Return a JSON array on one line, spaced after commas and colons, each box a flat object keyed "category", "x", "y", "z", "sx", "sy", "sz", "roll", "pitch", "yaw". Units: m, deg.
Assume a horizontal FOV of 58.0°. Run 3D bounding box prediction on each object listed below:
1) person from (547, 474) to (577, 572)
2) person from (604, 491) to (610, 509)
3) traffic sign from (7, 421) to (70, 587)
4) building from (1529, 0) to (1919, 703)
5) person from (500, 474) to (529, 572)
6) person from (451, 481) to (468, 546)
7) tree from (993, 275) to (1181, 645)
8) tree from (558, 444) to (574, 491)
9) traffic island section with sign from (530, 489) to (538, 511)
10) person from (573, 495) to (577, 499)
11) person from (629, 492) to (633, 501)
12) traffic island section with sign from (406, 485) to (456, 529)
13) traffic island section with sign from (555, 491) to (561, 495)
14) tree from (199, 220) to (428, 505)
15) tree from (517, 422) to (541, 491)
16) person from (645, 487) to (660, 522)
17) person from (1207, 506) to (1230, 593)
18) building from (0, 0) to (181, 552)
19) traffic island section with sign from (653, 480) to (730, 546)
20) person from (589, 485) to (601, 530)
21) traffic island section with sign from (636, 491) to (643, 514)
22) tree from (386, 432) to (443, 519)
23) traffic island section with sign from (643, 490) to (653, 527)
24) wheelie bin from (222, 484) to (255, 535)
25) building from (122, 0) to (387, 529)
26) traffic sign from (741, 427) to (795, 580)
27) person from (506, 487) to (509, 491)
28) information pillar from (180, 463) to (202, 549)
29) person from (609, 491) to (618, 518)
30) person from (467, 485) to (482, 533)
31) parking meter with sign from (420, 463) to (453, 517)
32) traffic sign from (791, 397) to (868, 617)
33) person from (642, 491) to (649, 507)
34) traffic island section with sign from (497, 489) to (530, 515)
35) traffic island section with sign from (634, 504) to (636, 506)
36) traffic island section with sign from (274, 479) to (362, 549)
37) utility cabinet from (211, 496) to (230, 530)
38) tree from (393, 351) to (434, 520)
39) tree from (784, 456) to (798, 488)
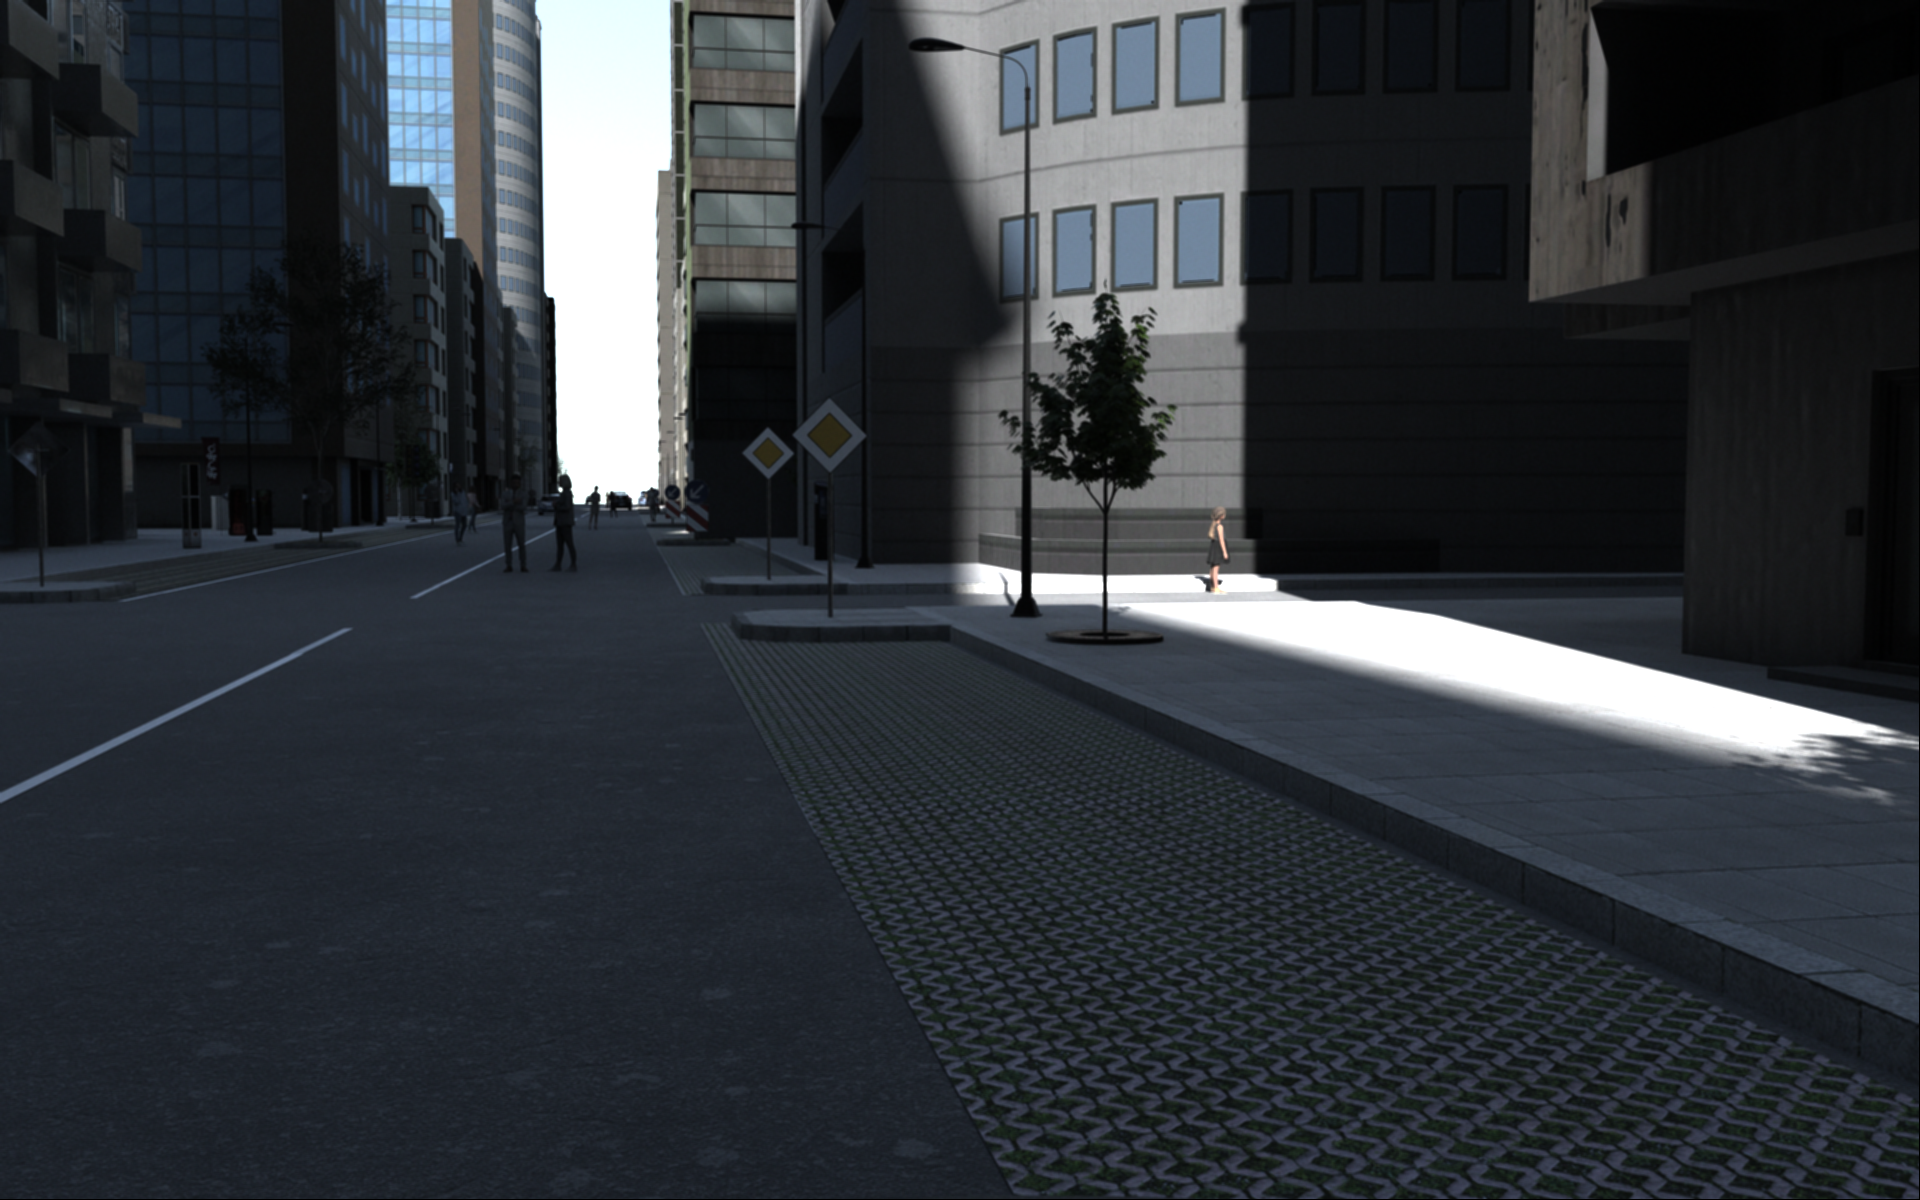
[{"category": "person", "x": -7.359, "y": -1.428, "z": 32.030, "sx": 0.526, "sy": 1.800, "sz": 0.537, "roll": -1, "pitch": 4, "yaw": -21}, {"category": "person", "x": -34.426, "y": -9.802, "z": 169.482, "sx": 1.217, "sy": 1.735, "sz": 0.721, "roll": 3, "pitch": 4, "yaw": 37}, {"category": "traffic sign", "x": -12.725, "y": -1.242, "z": 23.954, "sx": 0.795, "sy": 2.450, "sz": 0.064, "roll": -1, "pitch": 4, "yaw": -11}, {"category": "building", "x": 11.583, "y": -14.643, "z": 11.113, "sx": 14.160, "sy": 30.474, "sz": 14.107, "roll": -1, "pitch": 4, "yaw": -11}, {"category": "person", "x": -8.191, "y": -1.416, "z": 31.834, "sx": 0.511, "sy": 1.800, "sz": 0.466, "roll": -1, "pitch": 4, "yaw": -22}, {"category": "person", "x": -13.879, "y": -2.401, "z": 48.017, "sx": 0.793, "sy": 1.790, "sz": 0.793, "roll": -1, "pitch": 4, "yaw": -10}, {"category": "tree", "x": 1.366, "y": -1.262, "z": 15.239, "sx": 1.663, "sy": 3.219, "sz": 1.824, "roll": 0, "pitch": 3, "yaw": 0}, {"category": "tree", "x": -58.989, "y": -18.610, "z": 254.636, "sx": 4.360, "sy": 8.622, "sz": 3.978, "roll": 0, "pitch": 3, "yaw": 0}, {"category": "traffic island section with sign", "x": -36.667, "y": -8.571, "z": 148.764, "sx": 1.989, "sy": 1.847, "sz": 2.006, "roll": -1, "pitch": 4, "yaw": -11}, {"category": "person", "x": -33.543, "y": -8.548, "z": 149.084, "sx": 1.217, "sy": 1.723, "sz": 0.721, "roll": -2, "pitch": 4, "yaw": -24}, {"category": "person", "x": -45.577, "y": -14.067, "z": 239.433, "sx": 0.756, "sy": 1.711, "sz": 0.436, "roll": 1, "pitch": 4, "yaw": 17}, {"category": "traffic island section with sign", "x": -22.023, "y": -3.898, "z": 72.358, "sx": 1.989, "sy": 1.847, "sz": 2.006, "roll": -1, "pitch": 4, "yaw": -11}, {"category": "traffic island section with sign", "x": -47.130, "y": -11.910, "z": 203.352, "sx": 1.989, "sy": 1.847, "sz": 2.006, "roll": -1, "pitch": 4, "yaw": -11}, {"category": "tree", "x": -22.428, "y": -7.683, "z": 60.028, "sx": 8.767, "sy": 10.594, "sz": 7.601, "roll": 0, "pitch": 4, "yaw": 6}, {"category": "tree", "x": -43.723, "y": -13.527, "z": 171.527, "sx": 4.360, "sy": 8.622, "sz": 3.978, "roll": 0, "pitch": 3, "yaw": 0}, {"category": "person", "x": -15.757, "y": -4.905, "z": 88.817, "sx": 0.709, "sy": 1.813, "sz": 0.853, "roll": -1, "pitch": 4, "yaw": -20}, {"category": "person", "x": 3.749, "y": -0.727, "z": 25.059, "sx": 0.373, "sy": 1.253, "sz": 0.362, "roll": 0, "pitch": 4, "yaw": -7}, {"category": "building", "x": -30.776, "y": -25.359, "z": 34.236, "sx": 23.786, "sy": 49.044, "sz": 30.456, "roll": -1, "pitch": 4, "yaw": -11}, {"category": "traffic island section with sign", "x": -7.464, "y": -2.425, "z": 48.281, "sx": 1.989, "sy": 1.847, "sz": 2.006, "roll": -1, "pitch": 4, "yaw": -11}, {"category": "person", "x": -14.694, "y": -3.724, "z": 69.729, "sx": 0.599, "sy": 1.781, "sz": 0.374, "roll": -2, "pitch": 4, "yaw": -34}, {"category": "traffic island section with sign", "x": -21.995, "y": -7.062, "z": 124.097, "sx": 1.989, "sy": 1.847, "sz": 2.006, "roll": -1, "pitch": 4, "yaw": -11}, {"category": "tree", "x": -28.355, "y": -6.445, "z": 89.085, "sx": 4.285, "sy": 4.588, "sz": 4.351, "roll": 0, "pitch": 3, "yaw": 0}, {"category": "traffic island section with sign", "x": -12.531, "y": -4.045, "z": 74.758, "sx": 1.989, "sy": 1.847, "sz": 2.006, "roll": -1, "pitch": 4, "yaw": -11}, {"category": "wheelie bin", "x": -22.557, "y": -2.832, "z": 54.212, "sx": 0.980, "sy": 1.594, "sz": 0.693, "roll": -1, "pitch": 4, "yaw": -13}, {"category": "building", "x": -31.128, "y": -25.634, "z": 69.226, "sx": 14.600, "sy": 45.320, "sz": 14.200, "roll": -1, "pitch": 4, "yaw": -11}, {"category": "traffic sign", "x": -2.855, "y": -1.356, "z": 25.817, "sx": 0.795, "sy": 2.450, "sz": 0.064, "roll": -1, "pitch": 4, "yaw": -11}, {"category": "person", "x": -24.785, "y": -5.301, "z": 95.188, "sx": 0.660, "sy": 1.820, "sz": 0.620, "roll": -1, "pitch": 4, "yaw": -13}, {"category": "information pillar", "x": -18.138, "y": -2.224, "z": 40.852, "sx": 0.304, "sy": 2.012, "sz": 0.304, "roll": 2, "pitch": 4, "yaw": 32}, {"category": "person", "x": -21.152, "y": -5.850, "z": 105.614, "sx": 0.415, "sy": 1.643, "sz": 0.593, "roll": 3, "pitch": 4, "yaw": 38}, {"category": "person", "x": -17.807, "y": -3.313, "z": 63.255, "sx": 0.593, "sy": 1.750, "sz": 0.643, "roll": 3, "pitch": 5, "yaw": 43}, {"category": "parking meter with sign", "x": -29.403, "y": -6.175, "z": 97.218, "sx": 1.738, "sy": 3.016, "sz": 0.543, "roll": 0, "pitch": 4, "yaw": 3}, {"category": "traffic sign", "x": -1.353, "y": -0.877, "z": 17.974, "sx": 0.795, "sy": 2.450, "sz": 0.064, "roll": -1, "pitch": 4, "yaw": -11}, {"category": "person", "x": -33.370, "y": -10.790, "z": 185.016, "sx": 1.348, "sy": 1.812, "sz": 0.705, "roll": 1, "pitch": 4, "yaw": 20}, {"category": "traffic island section with sign", "x": -31.547, "y": -6.938, "z": 122.070, "sx": 1.989, "sy": 1.847, "sz": 2.006, "roll": -1, "pitch": 4, "yaw": -11}, {"category": "traffic island section with sign", "x": -27.060, "y": -8.683, "z": 150.588, "sx": 1.989, "sy": 1.847, "sz": 2.006, "roll": -1, "pitch": 4, "yaw": -11}, {"category": "traffic island section with sign", "x": -16.964, "y": -2.278, "z": 45.880, "sx": 1.989, "sy": 1.847, "sz": 2.006, "roll": -1, "pitch": 4, "yaw": -11}, {"category": "utility cabinet", "x": -26.163, "y": -3.093, "z": 61.735, "sx": 0.306, "sy": 1.237, "sz": 1.020, "roll": 2, "pitch": 4, "yaw": 27}, {"category": "tree", "x": -27.445, "y": -8.186, "z": 84.197, "sx": 4.360, "sy": 8.622, "sz": 3.978, "roll": 0, "pitch": 3, "yaw": 0}, {"category": "tree", "x": -3.926, "y": -3.337, "z": 49.161, "sx": 1.663, "sy": 3.219, "sz": 1.824, "roll": 0, "pitch": 3, "yaw": 0}]
